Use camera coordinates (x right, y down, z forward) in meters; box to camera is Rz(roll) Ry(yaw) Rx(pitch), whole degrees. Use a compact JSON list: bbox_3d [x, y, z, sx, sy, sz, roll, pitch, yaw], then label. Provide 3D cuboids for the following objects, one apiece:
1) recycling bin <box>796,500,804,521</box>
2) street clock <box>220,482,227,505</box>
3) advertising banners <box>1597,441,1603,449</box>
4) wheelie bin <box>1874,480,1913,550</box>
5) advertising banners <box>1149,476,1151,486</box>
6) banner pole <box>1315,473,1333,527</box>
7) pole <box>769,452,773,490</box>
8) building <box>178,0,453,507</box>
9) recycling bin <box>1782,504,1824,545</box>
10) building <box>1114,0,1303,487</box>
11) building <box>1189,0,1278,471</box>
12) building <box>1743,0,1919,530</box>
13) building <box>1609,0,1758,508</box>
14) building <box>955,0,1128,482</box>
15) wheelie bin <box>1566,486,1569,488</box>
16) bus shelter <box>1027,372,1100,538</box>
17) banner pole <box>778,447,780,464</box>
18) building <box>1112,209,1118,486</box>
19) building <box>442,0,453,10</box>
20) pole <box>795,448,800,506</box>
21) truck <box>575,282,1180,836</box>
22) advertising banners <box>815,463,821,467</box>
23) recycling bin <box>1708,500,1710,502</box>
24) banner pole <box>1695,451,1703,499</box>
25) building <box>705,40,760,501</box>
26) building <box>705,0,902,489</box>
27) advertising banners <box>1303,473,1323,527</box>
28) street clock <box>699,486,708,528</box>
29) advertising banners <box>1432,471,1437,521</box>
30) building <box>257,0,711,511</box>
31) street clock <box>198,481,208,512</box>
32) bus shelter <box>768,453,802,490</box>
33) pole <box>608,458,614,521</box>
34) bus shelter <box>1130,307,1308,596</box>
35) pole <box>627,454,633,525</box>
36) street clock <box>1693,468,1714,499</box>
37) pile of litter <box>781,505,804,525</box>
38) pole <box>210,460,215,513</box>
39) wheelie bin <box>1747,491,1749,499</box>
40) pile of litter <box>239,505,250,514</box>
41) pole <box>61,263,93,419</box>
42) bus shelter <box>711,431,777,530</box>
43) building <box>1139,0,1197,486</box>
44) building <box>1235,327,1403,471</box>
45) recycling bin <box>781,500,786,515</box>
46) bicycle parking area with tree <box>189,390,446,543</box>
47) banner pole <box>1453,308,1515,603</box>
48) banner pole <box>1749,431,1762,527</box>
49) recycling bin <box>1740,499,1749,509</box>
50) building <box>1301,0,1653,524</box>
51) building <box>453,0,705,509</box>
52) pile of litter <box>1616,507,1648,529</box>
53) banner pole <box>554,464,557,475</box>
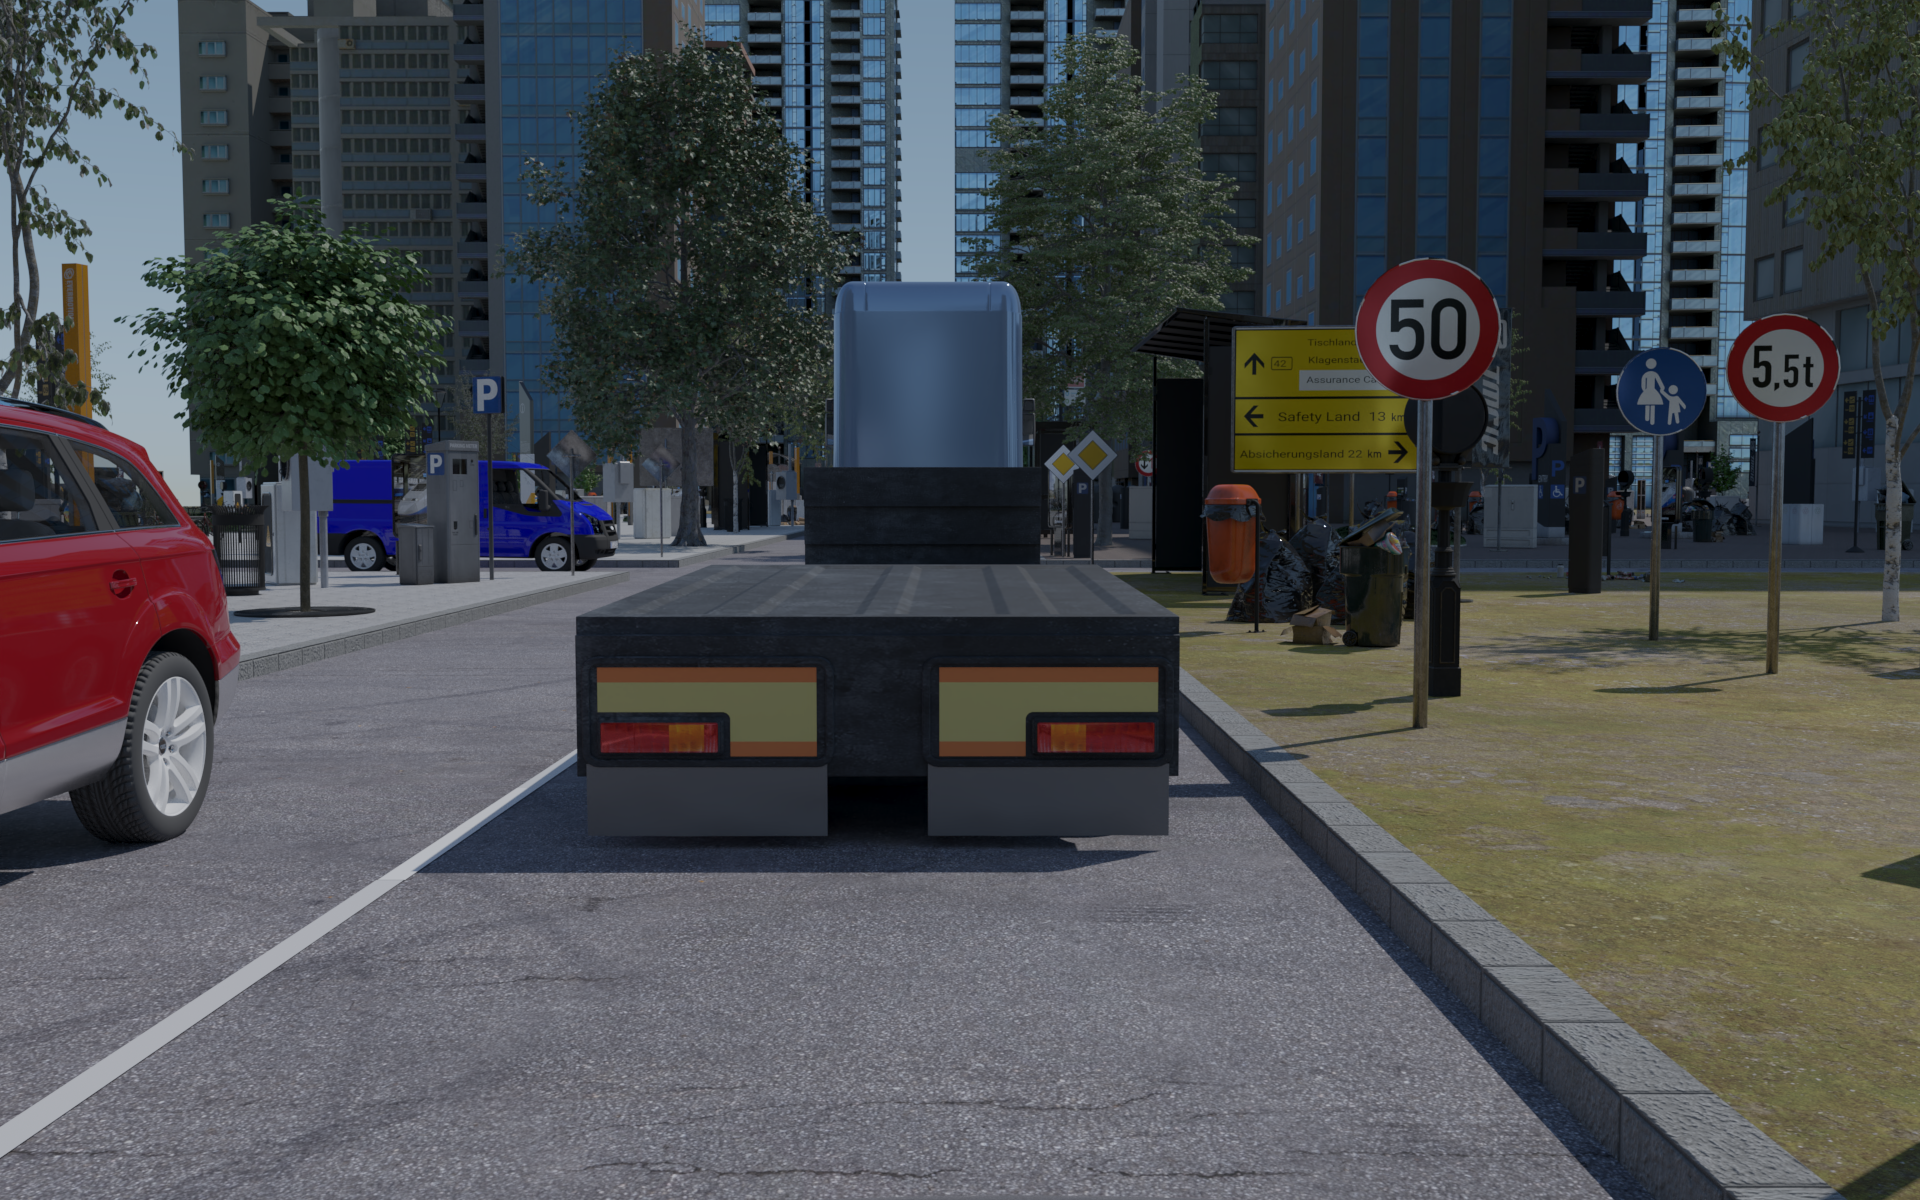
[{"bbox_3d":[-6.525,-3.749,73.851,0.722,1.027,0.722,2,4,30],"label":"recycling bin"},{"bbox_3d":[-42.785,-5.877,100.659,0.471,2.002,0.358,3,5,44],"label":"street clock"},{"bbox_3d":[21.053,-3.763,57.713,0.090,3.025,2.074,0,4,4],"label":"advertising banners"},{"bbox_3d":[21.373,-1.939,39.617,0.693,1.594,0.980,0,4,-4],"label":"wheelie bin"},{"bbox_3d":[7.490,-4.524,70.155,0.090,3.025,2.074,1,4,22],"label":"advertising banners"},{"bbox_3d":[14.114,-4.725,67.270,0.863,3.779,0.401,-2,4,-23],"label":"banner pole"},{"bbox_3d":[-9.067,-5.459,83.090,0.158,3.312,0.155,0,3,0],"label":"pole"},{"bbox_3d":[-58.456,-33.061,164.245,21.600,48.544,21.300,0,4,0],"label":"building"},{"bbox_3d":[21.301,-1.912,43.820,0.722,1.027,0.722,-1,4,-12],"label":"recycling bin"},{"bbox_3d":[21.235,-30.768,153.161,14.600,45.320,14.200,0,4,0],"label":"building"},{"bbox_3d":[20.359,-20.262,102.992,14.160,30.474,14.107,0,4,0],"label":"building"},{"bbox_3d":[46.300,-28.755,59.386,27.495,52.752,28.713,0,4,0],"label":"building"},{"bbox_3d":[62.847,-51.929,161.709,31.000,86.520,22.319,0,4,0],"label":"building"},{"bbox_3d":[11.021,-55.127,214.002,31.000,86.520,22.319,0,4,0],"label":"building"},{"bbox_3d":[24.318,-3.740,69.064,0.980,1.594,0.693,-2,4,-35],"label":"wheelie bin"},{"bbox_3d":[3.034,-4.682,54.186,2.179,5.291,8.768,0,3,0],"label":"bus shelter"},{"bbox_3d":[-9.591,-6.245,92.130,0.401,3.779,0.863,0,4,-2],"label":"banner pole"},{"bbox_3d":[21.640,-24.223,167.740,14.160,30.474,14.107,0,4,0],"label":"building"},{"bbox_3d":[-65.824,-55.169,214.681,31.000,86.520,22.319,0,4,0],"label":"building"},{"bbox_3d":[-7.157,-5.031,76.095,0.158,3.312,0.155,0,3,0],"label":"pole"},{"bbox_3d":[-0.378,-1.617,16.196,2.967,4.110,18.799,0,4,0],"label":"truck"},{"bbox_3d":[-7.335,-6.107,96.043,2.074,3.025,0.090,3,5,44],"label":"advertising banners"},{"bbox_3d":[30.977,-3.644,72.133,0.722,1.027,0.722,0,4,-6],"label":"recycling bin"},{"bbox_3d":[42.869,-6.759,100.532,0.401,3.779,0.863,0,4,-6],"label":"banner pole"},{"bbox_3d":[-32.479,-31.145,163.837,28.867,44.769,22.147,0,4,0],"label":"building"},{"bbox_3d":[-20.295,-55.166,214.633,31.000,86.520,22.319,0,4,0],"label":"building"},{"bbox_3d":[8.936,-3.010,45.398,0.090,3.025,2.074,-2,4,-27],"label":"advertising banners"},{"bbox_3d":[-9.766,-3.751,65.906,0.471,2.002,0.358,3,5,44],"label":"street clock"},{"bbox_3d":[17.074,-4.024,61.975,0.090,3.025,2.074,0,4,5],"label":"advertising banners"},{"bbox_3d":[-34.760,-27.239,137.238,32.217,40.220,23.993,0,4,0],"label":"building"},{"bbox_3d":[-41.160,-5.482,94.202,0.471,2.002,0.358,0,4,-5],"label":"street clock"},{"bbox_3d":[-9.201,-5.694,87.020,2.014,3.302,5.546,0,4,0],"label":"bus shelter"},{"bbox_3d":[-13.081,-4.345,64.883,0.158,3.312,0.155,0,3,0],"label":"pole"},{"bbox_3d":[3.588,-2.056,24.894,1.731,3.624,6.357,0,4,0],"label":"bus shelter"},{"bbox_3d":[-13.500,-4.709,70.830,0.158,3.312,0.155,0,3,0],"label":"pole"},{"bbox_3d":[20.360,-2.615,47.332,0.358,2.002,0.471,0,4,-1],"label":"street clock"},{"bbox_3d":[-6.813,-3.524,71.585,1.719,0.858,1.176,-1,4,-12],"label":"pile of litter"},{"bbox_3d":[-45.063,-6.762,104.401,0.158,3.312,0.155,0,3,0],"label":"pole"},{"bbox_3d":[46.693,-5.753,101.966,0.693,1.594,0.980,1,4,16],"label":"wheelie bin"},{"bbox_3d":[-28.945,-3.389,69.369,1.176,0.858,1.719,0,4,-1],"label":"pile of litter"},{"bbox_3d":[-7.844,-1.321,15.445,0.158,3.312,0.155,0,3,0],"label":"pole"},{"bbox_3d":[-7.972,-4.469,64.345,1.731,3.624,6.357,0,3,0],"label":"bus shelter"},{"bbox_3d":[24.277,-36.041,131.262,21.231,58.520,28.212,0,4,0],"label":"building"},{"bbox_3d":[41.752,-36.506,216.479,30.456,49.044,23.786,0,4,0],"label":"building"},{"bbox_3d":[-8.187,-3.983,77.680,0.722,1.027,0.722,-1,4,-13],"label":"recycling bin"},{"bbox_3d":[-17.072,-3.731,47.999,8.231,4.147,9.016,1,4,15],"label":"bicycle parking area with tree"},{"bbox_3d":[6.127,-1.865,20.502,0.863,3.779,0.401,0,4,-7],"label":"banner pole"},{"bbox_3d":[31.280,-4.782,68.208,0.863,3.779,0.401,-3,4,-36],"label":"banner pole"},{"bbox_3d":[41.656,-4.881,92.359,0.722,1.027,0.722,3,5,43],"label":"recycling bin"},{"bbox_3d":[22.305,-26.319,80.422,14.600,45.320,14.200,0,4,0],"label":"building"},{"bbox_3d":[-25.214,-28.614,117.948,14.600,45.320,14.200,0,4,0],"label":"building"},{"bbox_3d":[25.167,-3.103,64.692,1.719,0.858,1.176,-2,4,-35],"label":"pile of litter"},{"bbox_3d":[-23.380,-6.657,98.856,0.863,3.779,0.401,0,4,3],"label":"banner pole"}]
